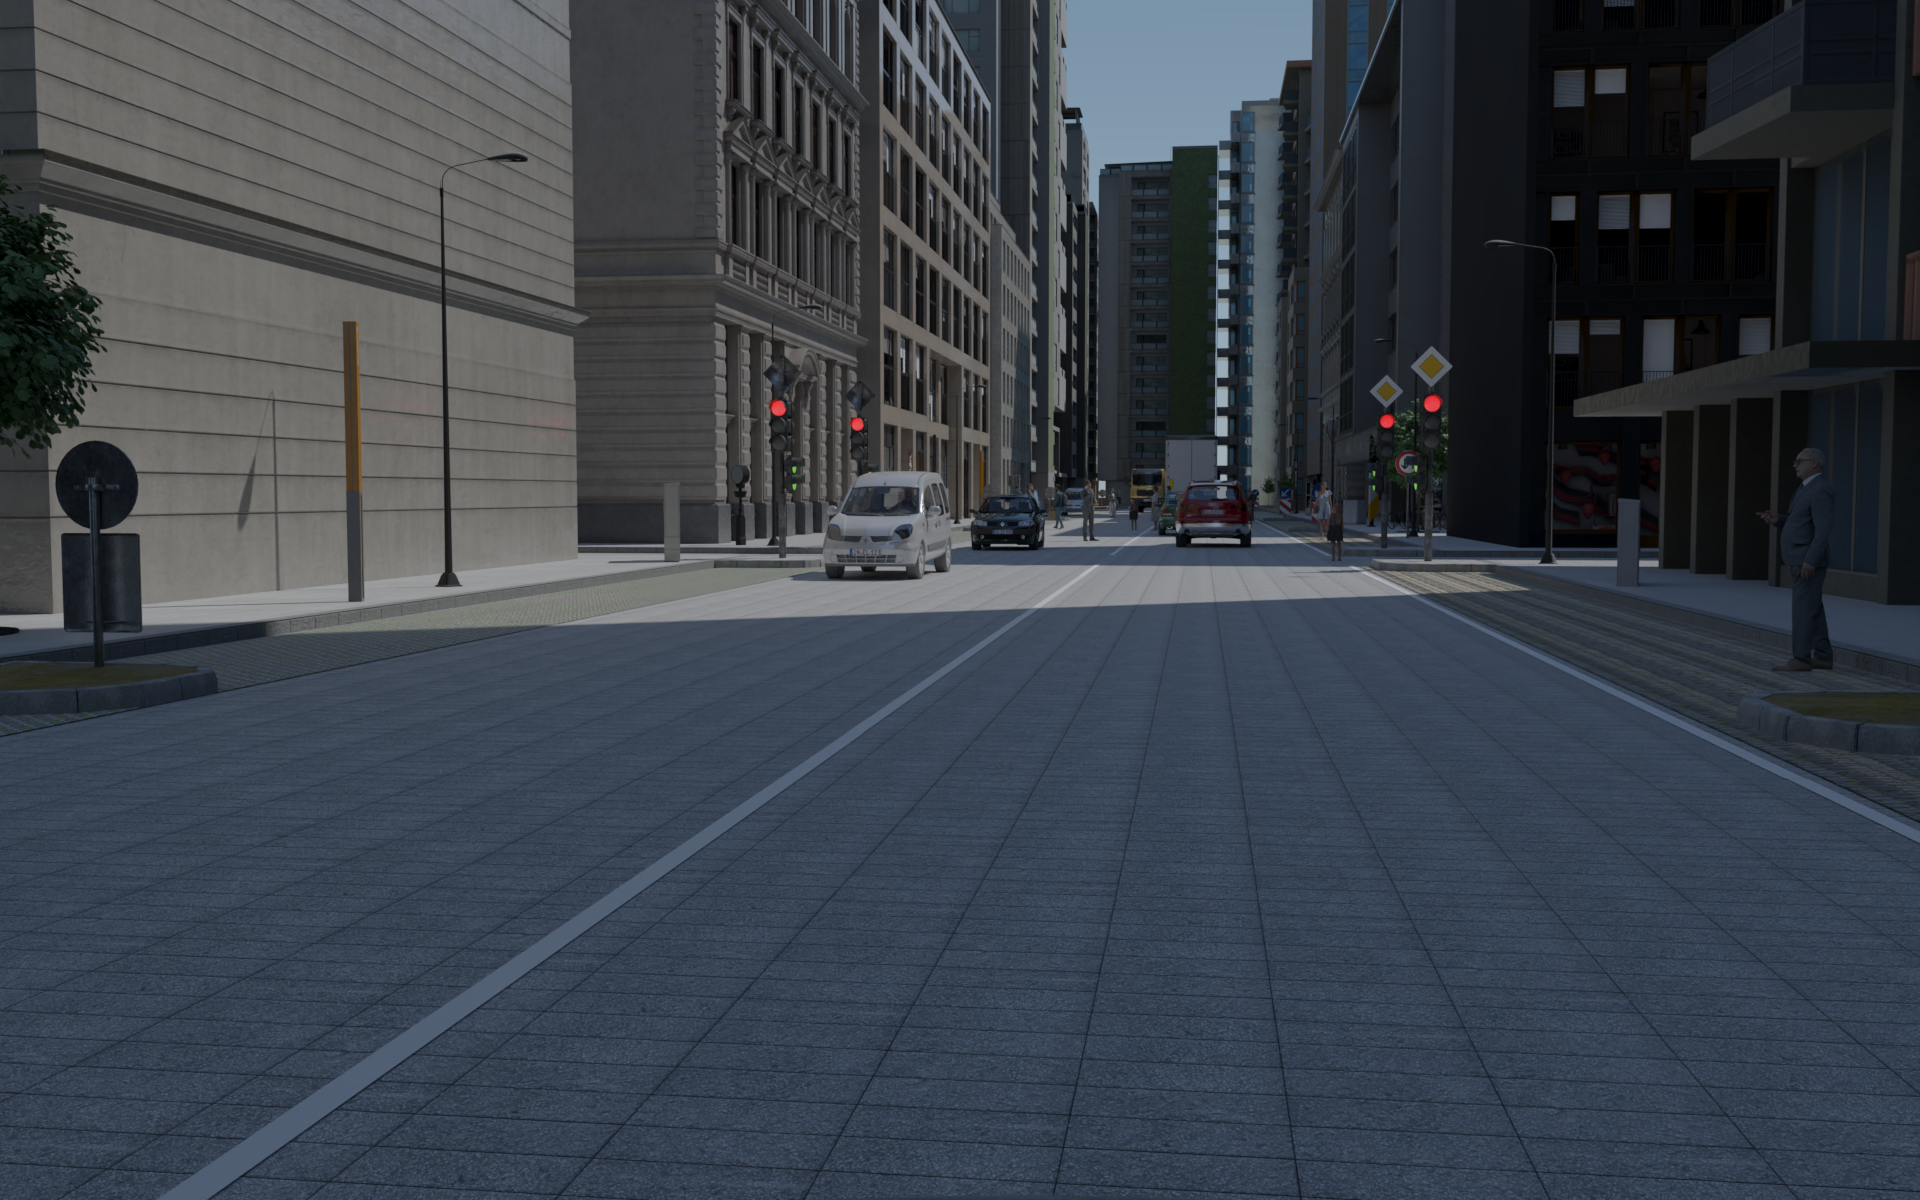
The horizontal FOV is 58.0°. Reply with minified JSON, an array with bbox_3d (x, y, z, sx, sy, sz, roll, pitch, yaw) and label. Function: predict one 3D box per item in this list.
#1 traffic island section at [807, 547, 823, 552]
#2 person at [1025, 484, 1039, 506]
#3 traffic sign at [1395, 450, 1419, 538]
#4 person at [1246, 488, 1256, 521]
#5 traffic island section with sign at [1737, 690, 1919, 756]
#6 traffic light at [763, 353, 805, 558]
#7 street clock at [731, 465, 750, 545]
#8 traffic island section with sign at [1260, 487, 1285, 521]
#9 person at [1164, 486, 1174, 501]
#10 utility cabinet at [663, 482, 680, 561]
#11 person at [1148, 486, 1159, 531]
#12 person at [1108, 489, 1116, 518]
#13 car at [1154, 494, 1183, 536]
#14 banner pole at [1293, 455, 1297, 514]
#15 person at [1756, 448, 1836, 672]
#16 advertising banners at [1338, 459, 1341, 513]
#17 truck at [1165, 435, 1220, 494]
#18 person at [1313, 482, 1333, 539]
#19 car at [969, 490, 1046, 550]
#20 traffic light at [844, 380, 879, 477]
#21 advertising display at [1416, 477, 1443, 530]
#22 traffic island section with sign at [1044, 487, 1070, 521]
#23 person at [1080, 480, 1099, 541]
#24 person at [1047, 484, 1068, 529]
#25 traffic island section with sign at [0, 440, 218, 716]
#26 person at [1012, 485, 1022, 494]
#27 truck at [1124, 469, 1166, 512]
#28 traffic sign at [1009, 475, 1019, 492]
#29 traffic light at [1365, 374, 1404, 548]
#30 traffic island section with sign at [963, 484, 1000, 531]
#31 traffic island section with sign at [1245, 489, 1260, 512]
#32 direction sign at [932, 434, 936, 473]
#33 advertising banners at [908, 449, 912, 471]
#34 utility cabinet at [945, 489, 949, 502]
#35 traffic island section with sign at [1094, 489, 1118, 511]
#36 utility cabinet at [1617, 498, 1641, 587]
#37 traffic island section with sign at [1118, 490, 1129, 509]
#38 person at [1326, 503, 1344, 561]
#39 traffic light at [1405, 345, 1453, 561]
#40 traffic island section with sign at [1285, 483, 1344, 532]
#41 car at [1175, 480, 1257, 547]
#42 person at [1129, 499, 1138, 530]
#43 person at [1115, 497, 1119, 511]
[{"bbox_3d":[-2.481,-1.247,42.662,2.009,0.180,2.903,0,4,8],"label":"traffic island section"},{"bbox_3d":[2.479,-3.106,59.551,0.793,1.790,0.793,1,4,15],"label":"person"},{"bbox_3d":[13.053,-3.078,50.424,0.768,2.556,0.104,1,4,11],"label":"traffic sign"},{"bbox_3d":[15.484,-5.111,92.468,0.661,1.777,0.834,0,4,-7],"label":"person"},{"bbox_3d":[5.789,-0.098,10.228,1.989,1.847,2.006,0,4,8],"label":"traffic island section with sign"},{"bbox_3d":[-3.540,-2.795,34.612,0.839,4.253,0.868,0,4,8],"label":"traffic light"},{"bbox_3d":[-5.488,-2.370,43.317,0.471,2.002,0.358,3,5,41],"label":"street clock"},{"bbox_3d":[17.193,-5.121,92.357,1.989,1.847,2.006,0,4,8],"label":"traffic island section with sign"},{"bbox_3d":[9.693,-4.368,79.940,0.660,1.820,0.620,-3,5,-44],"label":"person"},{"bbox_3d":[-5.513,-1.493,33.085,0.318,1.500,1.173,-1,4,-9],"label":"utility cabinet"},{"bbox_3d":[7.570,-3.597,67.876,0.524,1.755,0.480,1,4,21],"label":"person"},{"bbox_3d":[9.046,-5.723,102.617,0.519,1.759,0.362,-3,5,-42],"label":"person"},{"bbox_3d":[7.927,-3.023,61.216,2.131,1.459,4.920,0,4,6],"label":"car"},{"bbox_3d":[21.512,-7.414,111.231,0.401,3.779,0.863,0,4,-7],"label":"banner pole"},{"bbox_3d":[6.790,-0.328,14.036,0.590,1.801,0.661,1,4,14],"label":"person"},{"bbox_3d":[16.774,-4.917,76.577,0.090,3.025,2.074,1,4,10],"label":"advertising banners"},{"bbox_3d":[11.851,-6.073,88.211,2.839,4.237,11.283,1,4,8],"label":"truck"},{"bbox_3d":[11.436,-2.813,54.582,0.616,1.811,0.778,2,4,23],"label":"person"},{"bbox_3d":[1.288,-2.187,45.542,2.009,1.686,4.222,0,4,6],"label":"car"},{"bbox_3d":[-2.443,-3.278,42.522,0.839,4.253,0.868,0,4,8],"label":"traffic light"},{"bbox_3d":[16.649,-3.449,61.600,0.974,1.923,0.123,1,4,21],"label":"advertising display"},{"bbox_3d":[4.933,-5.204,93.718,1.989,1.847,2.006,0,4,8],"label":"traffic island section with sign"},{"bbox_3d":[3.971,-2.715,52.698,0.655,1.846,0.447,-3,5,-42],"label":"person"},{"bbox_3d":[3.933,-3.761,69.980,0.713,1.824,0.794,3,5,39],"label":"person"},{"bbox_3d":[-6.388,-0.212,12.094,1.989,1.847,2.006,0,4,8],"label":"traffic island section with sign"},{"bbox_3d":[2.407,-3.969,73.421,0.581,1.822,0.654,2,4,34],"label":"person"},{"bbox_3d":[14.778,-8.522,135.254,3.469,3.379,9.791,1,4,9],"label":"truck"},{"bbox_3d":[2.948,-5.659,94.651,0.606,2.300,0.079,1,4,15],"label":"traffic sign"},{"bbox_3d":[10.002,-3.174,40.819,0.839,4.253,0.868,0,4,8],"label":"traffic light"},{"bbox_3d":[1.223,-3.569,66.989,1.989,1.847,2.006,0,4,8],"label":"traffic island section with sign"},{"bbox_3d":[24.029,-8.143,141.760,1.989,1.847,2.006,0,4,8],"label":"traffic island section with sign"},{"bbox_3d":[-0.981,-4.532,66.097,0.379,3.537,0.876,0,4,-8],"label":"direction sign"},{"bbox_3d":[-2.112,-4.309,66.644,0.090,3.025,2.074,1,4,14],"label":"advertising banners"},{"bbox_3d":[-0.932,-3.687,68.965,0.318,1.500,1.173,3,4,36],"label":"utility cabinet"},{"bbox_3d":[11.908,-8.281,144.018,1.989,1.847,2.006,0,4,8],"label":"traffic island section with sign"},{"bbox_3d":[9.459,-0.814,24.469,0.306,1.237,1.020,1,4,22],"label":"utility cabinet"},{"bbox_3d":[15.698,-9.954,171.375,1.989,1.847,2.006,0,4,8],"label":"traffic island section with sign"},{"bbox_3d":[7.999,-1.453,36.928,0.362,1.253,0.373,0,4,5],"label":"person"},{"bbox_3d":[8.905,-2.690,32.909,0.839,4.253,0.868,0,4,8],"label":"traffic light"},{"bbox_3d":[13.463,-3.482,65.554,1.989,1.847,2.006,0,4,8],"label":"traffic island section with sign"},{"bbox_3d":[7.088,-2.413,48.128,2.281,1.827,5.304,1,4,10],"label":"car"},{"bbox_3d":[6.844,-3.369,68.249,0.362,1.253,0.373,1,4,10],"label":"person"},{"bbox_3d":[10.467,-6.313,116.393,0.352,1.250,0.332,-1,4,-15],"label":"person"}]
